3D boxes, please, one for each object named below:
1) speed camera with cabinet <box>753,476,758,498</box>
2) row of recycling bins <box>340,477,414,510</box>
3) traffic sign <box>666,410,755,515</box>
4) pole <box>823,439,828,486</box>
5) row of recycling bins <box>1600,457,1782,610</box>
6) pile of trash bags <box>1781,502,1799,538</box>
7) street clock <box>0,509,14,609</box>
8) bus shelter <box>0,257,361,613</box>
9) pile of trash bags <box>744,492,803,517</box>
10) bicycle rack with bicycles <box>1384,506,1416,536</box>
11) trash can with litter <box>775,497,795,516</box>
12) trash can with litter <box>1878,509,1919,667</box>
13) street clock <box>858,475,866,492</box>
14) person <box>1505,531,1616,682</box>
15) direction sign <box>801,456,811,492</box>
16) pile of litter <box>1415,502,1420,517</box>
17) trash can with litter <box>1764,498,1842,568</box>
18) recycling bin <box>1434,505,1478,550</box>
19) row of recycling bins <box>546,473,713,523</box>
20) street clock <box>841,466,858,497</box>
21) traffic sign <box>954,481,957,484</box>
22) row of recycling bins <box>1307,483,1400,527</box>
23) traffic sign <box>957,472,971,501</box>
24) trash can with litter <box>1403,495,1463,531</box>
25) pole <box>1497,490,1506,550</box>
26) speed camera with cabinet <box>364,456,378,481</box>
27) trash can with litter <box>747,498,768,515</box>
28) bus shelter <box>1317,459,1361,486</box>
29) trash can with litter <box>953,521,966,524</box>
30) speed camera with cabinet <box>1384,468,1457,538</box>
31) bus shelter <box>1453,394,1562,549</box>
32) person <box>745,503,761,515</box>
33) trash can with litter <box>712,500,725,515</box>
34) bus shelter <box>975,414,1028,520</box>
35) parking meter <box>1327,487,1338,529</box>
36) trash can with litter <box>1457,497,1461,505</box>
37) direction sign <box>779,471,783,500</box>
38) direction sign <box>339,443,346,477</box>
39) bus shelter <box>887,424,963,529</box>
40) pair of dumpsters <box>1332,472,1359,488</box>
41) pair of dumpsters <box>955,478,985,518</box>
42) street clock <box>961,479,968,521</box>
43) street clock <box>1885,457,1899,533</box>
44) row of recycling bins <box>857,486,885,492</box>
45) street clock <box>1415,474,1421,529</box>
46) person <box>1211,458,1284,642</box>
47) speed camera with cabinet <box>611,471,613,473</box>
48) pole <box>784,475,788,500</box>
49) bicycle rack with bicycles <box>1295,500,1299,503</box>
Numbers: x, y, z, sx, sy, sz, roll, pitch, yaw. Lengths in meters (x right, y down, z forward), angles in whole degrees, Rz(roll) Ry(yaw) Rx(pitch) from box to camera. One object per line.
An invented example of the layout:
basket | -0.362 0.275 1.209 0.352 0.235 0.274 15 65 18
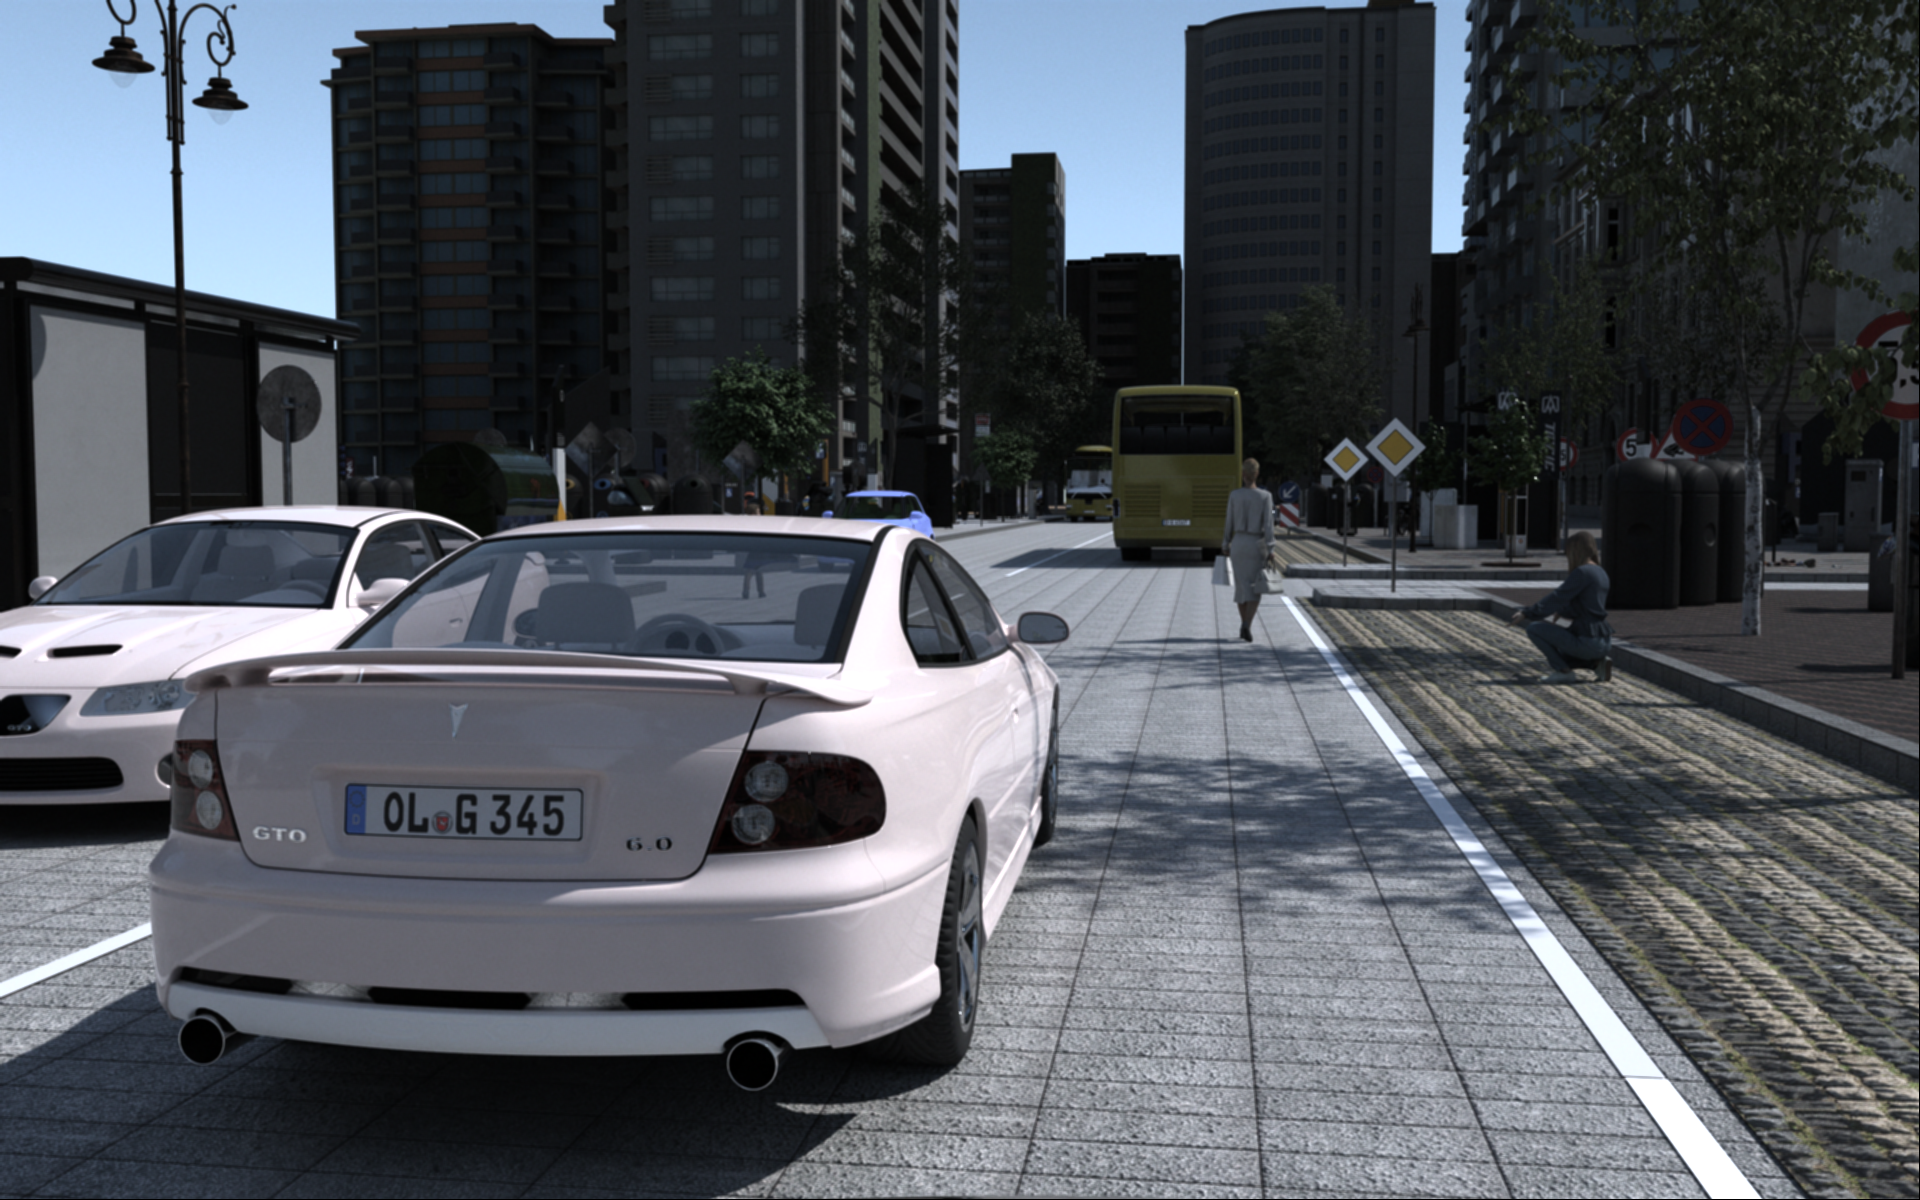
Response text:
speed camera with cabinet | -8.122 -4.729 71.652 0.660 3.252 2.038 -1 4 -13
row of recycling bins | -14.174 -2.108 41.579 1.069 1.692 3.534 1 4 21
traffic sign | -6.000 -2.920 41.619 2.265 3.308 0.079 1 4 15
pole | -5.008 -4.320 64.483 0.158 3.312 0.155 0 3 0
row of recycling bins | 8.649 -0.819 20.511 1.069 1.692 3.534 3 5 43
pile of trash bags | 24.029 -2.522 50.981 3.447 1.369 1.912 0 4 -2
street clock | -10.684 -0.897 19.243 0.471 2.002 0.358 2 4 27
bus shelter | -8.987 -2.404 16.939 2.179 5.291 8.768 1 4 8
pile of trash bags | -8.351 -4.315 80.302 3.447 1.369 1.912 0 4 -1
bicycle rack with bicycles | 14.044 -2.429 53.095 2.852 0.926 2.925 3 5 39
trash can with litter | -11.639 -5.977 108.782 2.233 1.210 1.678 0 4 4
trash can with litter | 7.437 -0.088 12.828 1.055 1.170 0.624 0 4 2
street clock | -3.742 -3.665 64.494 0.358 2.002 0.471 -3 5 -41
person | 4.561 0.050 13.181 1.012 1.151 0.738 -3 4 -39
direction sign | -8.969 -6.641 100.584 0.379 3.537 0.876 -3 5 -44
pile of litter | 25.733 -5.148 98.138 1.176 0.858 1.719 -2 4 -28
trash can with litter | 14.594 -1.215 30.930 1.678 1.210 2.233 -2 4 -26
recycling bin | 11.467 -1.683 40.066 0.722 1.027 0.722 -2 4 -34
row of recycling bins | -6.621 -1.677 34.534 3.534 1.692 1.069 1 4 10
street clock | -2.880 -2.433 44.342 0.358 2.002 0.471 0 4 -6
traffic sign | -0.484 -5.755 94.202 0.768 2.556 0.104 1 4 9
row of recycling bins | 15.276 -3.681 67.303 3.534 1.692 1.069 1 4 16
traffic sign | 0.190 -5.457 90.405 0.795 2.450 0.064 1 4 12
trash can with litter | 16.139 -3.031 60.618 1.678 1.210 2.233 -1 4 -22
pole | 12.509 -2.819 39.926 0.158 3.312 0.155 0 3 0
speed camera with cabinet | -30.635 -5.944 91.513 0.660 3.252 2.038 1 4 17
trash can with litter | -6.010 -2.433 51.174 0.624 1.170 1.055 0 4 -2
bus shelter | 18.188 -5.443 82.918 2.014 3.302 5.546 1 4 8
trash can with litter | -0.574 -3.869 74.309 1.678 1.210 2.233 0 4 -2
speed camera with cabinet | 13.576 -3.468 51.033 2.038 3.252 0.660 1 4 22
bus shelter | 13.773 -3.213 43.818 1.731 3.624 6.357 1 4 8
person | -2.854 -0.670 23.733 0.475 1.303 0.640 1 4 9
trash can with litter | -6.023 -1.968 43.558 1.055 1.170 0.624 2 4 33
bus shelter | 2.213 -6.821 89.163 2.179 5.291 8.768 0 4 8
parking meter | 13.578 -3.350 63.183 0.372 1.533 0.369 0 3 0
trash can with litter | 19.029 -3.390 66.812 0.624 1.170 1.055 1 4 21
direction sign | -6.622 -4.437 64.549 0.379 3.537 0.876 1 4 18
direction sign | -27.820 -5.218 77.308 0.876 3.537 0.379 0 4 3
bus shelter | -1.198 -4.277 61.217 1.731 3.624 6.357 1 4 8
pair of dumpsters | 16.970 -4.605 77.784 1.574 2.255 4.437 0 4 8
pair of dumpsters | 0.607 -5.547 93.188 1.574 2.255 4.437 0 4 8
street clock | 0.218 -4.852 83.907 0.358 2.002 0.471 -1 4 -14
street clock | 18.207 -1.775 33.592 0.471 2.002 0.358 3 5 45
row of recycling bins | -4.387 -4.772 85.138 1.069 1.692 3.534 1 4 13
street clock | 16.503 -3.548 62.573 0.358 2.002 0.471 1 4 13
person | 2.785 -0.494 16.924 0.694 1.780 0.624 3 4 38
speed camera with cabinet | -14.202 -4.360 65.627 2.038 3.252 0.660 0 4 5
pole | -10.493 -6.753 104.247 0.158 3.312 0.155 0 3 0
bicycle rack with bicycles | 20.937 -5.500 103.303 2.852 0.926 2.925 1 4 20
